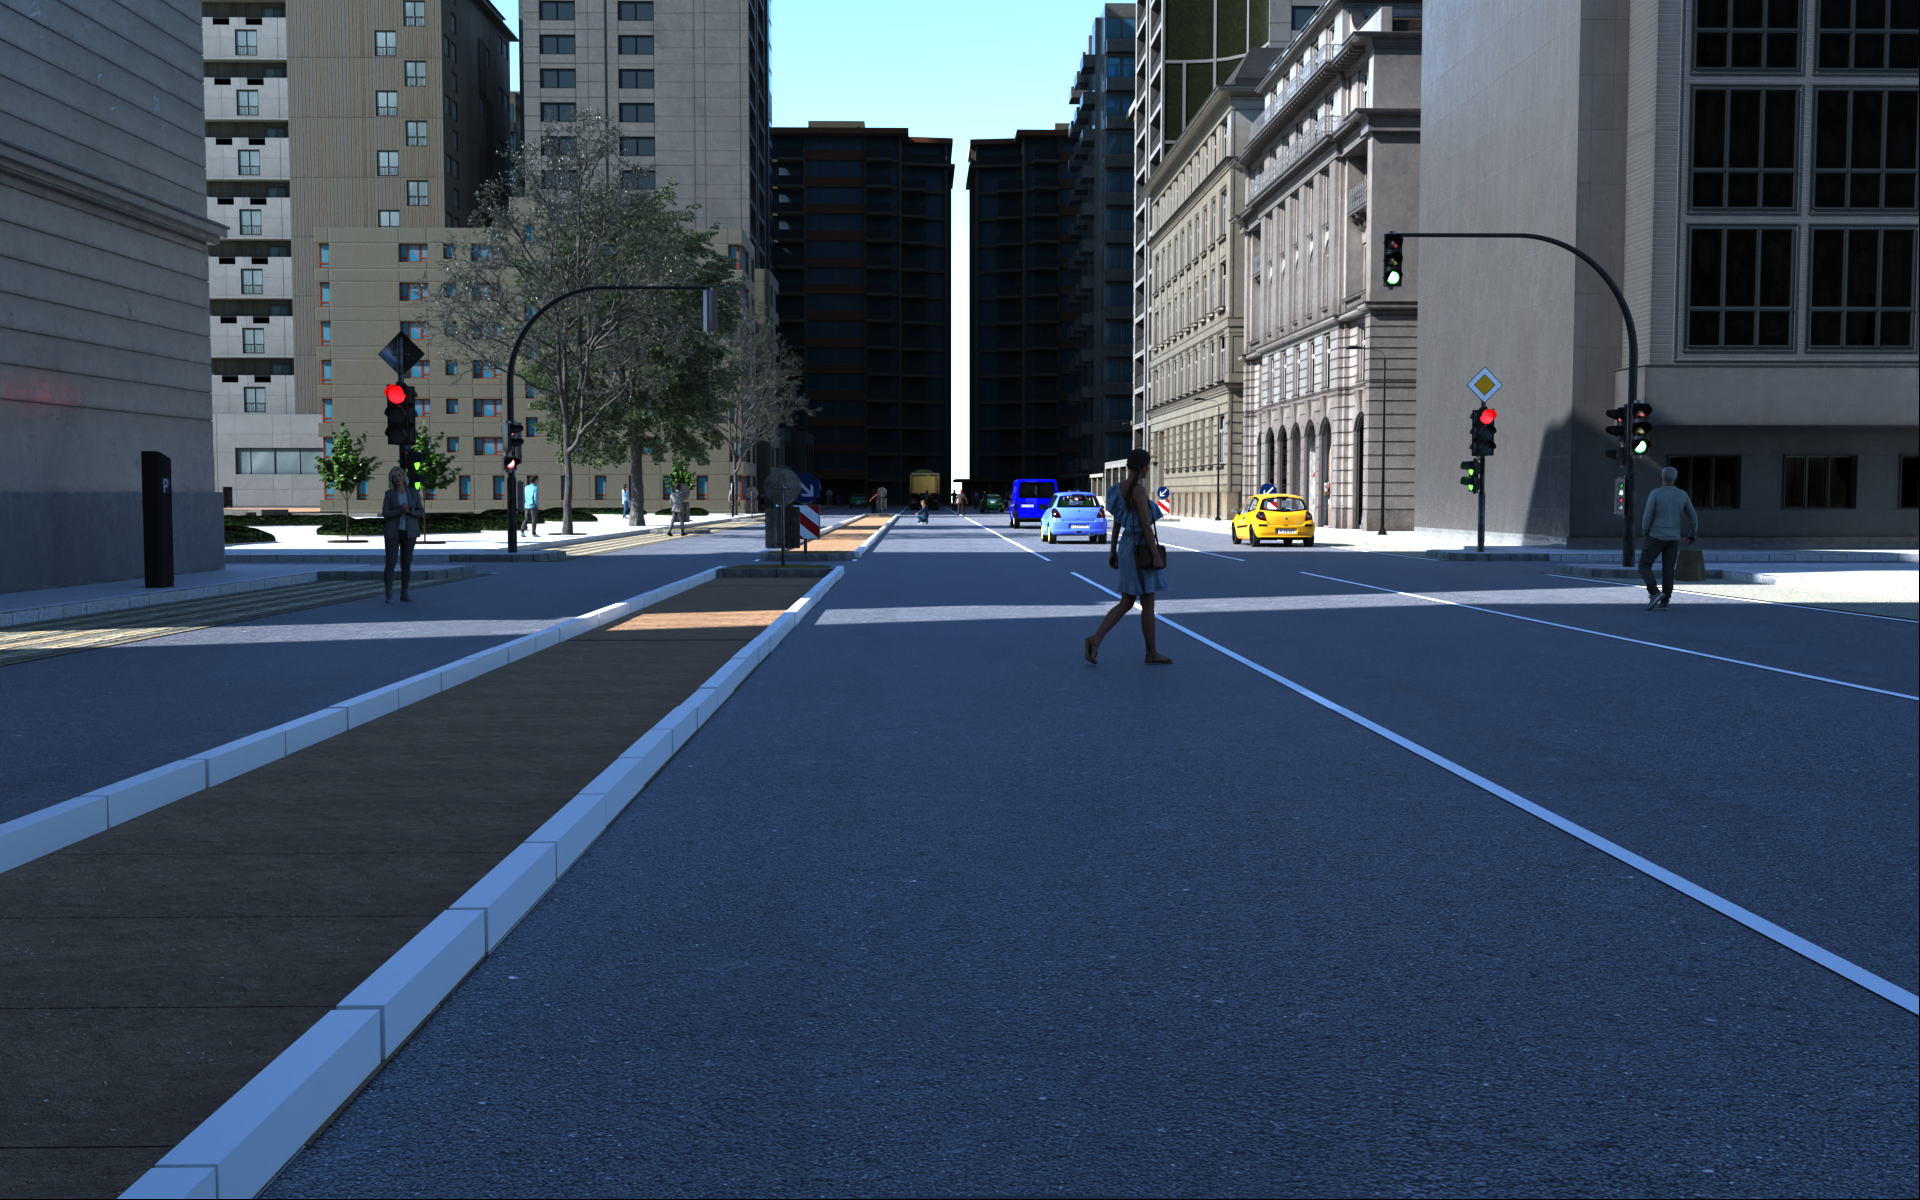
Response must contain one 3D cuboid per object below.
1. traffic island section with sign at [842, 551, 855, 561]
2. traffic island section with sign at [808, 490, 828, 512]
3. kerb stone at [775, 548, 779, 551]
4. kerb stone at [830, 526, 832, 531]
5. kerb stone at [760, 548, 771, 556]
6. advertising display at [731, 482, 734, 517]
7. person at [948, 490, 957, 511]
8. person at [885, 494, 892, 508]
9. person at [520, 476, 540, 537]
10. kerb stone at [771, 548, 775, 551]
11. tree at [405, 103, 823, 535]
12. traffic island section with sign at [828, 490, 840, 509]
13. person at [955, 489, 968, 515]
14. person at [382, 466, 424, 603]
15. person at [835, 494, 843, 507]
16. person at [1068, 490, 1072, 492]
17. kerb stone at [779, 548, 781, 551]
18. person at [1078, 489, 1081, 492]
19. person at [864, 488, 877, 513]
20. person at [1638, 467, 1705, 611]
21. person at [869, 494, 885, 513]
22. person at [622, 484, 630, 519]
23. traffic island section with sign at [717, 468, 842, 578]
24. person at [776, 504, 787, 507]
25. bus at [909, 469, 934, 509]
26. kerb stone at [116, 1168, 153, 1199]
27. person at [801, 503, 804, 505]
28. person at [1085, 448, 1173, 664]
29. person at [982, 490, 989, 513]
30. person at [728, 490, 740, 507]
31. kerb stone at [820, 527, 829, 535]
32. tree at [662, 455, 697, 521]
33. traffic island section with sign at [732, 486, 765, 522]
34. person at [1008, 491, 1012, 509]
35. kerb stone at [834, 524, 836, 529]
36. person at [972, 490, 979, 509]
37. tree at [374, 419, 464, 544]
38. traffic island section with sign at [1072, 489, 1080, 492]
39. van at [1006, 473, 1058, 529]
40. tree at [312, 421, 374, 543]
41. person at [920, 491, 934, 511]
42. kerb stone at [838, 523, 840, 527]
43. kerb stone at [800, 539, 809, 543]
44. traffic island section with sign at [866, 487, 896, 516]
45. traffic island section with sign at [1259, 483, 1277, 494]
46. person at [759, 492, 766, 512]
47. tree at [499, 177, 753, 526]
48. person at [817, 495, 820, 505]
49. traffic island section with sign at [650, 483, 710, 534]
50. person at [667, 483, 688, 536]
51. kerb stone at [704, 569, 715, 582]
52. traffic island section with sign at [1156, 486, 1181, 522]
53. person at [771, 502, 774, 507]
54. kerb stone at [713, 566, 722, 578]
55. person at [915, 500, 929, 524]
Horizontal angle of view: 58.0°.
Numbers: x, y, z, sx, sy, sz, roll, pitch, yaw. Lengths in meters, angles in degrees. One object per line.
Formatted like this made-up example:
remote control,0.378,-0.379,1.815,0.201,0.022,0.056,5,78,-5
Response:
traffic island section with sign,-3.330,-1.815,37.815,2.006,1.907,1.989,0,4,-1
traffic island section with sign,-11.901,-8.019,139.746,1.989,1.847,2.006,0,4,-1
kerb stone,-4.477,-1.164,41.225,0.120,0.150,1.000,0,4,-1
kerb stone,-5.052,-2.664,65.831,0.120,0.150,1.000,0,4,-1
kerb stone,-4.426,-1.039,39.181,0.120,0.150,1.000,0,4,-1
advertising display,-12.645,-5.571,96.300,0.123,1.923,0.974,-1,4,-11
person,-0.466,-8.595,149.058,1.348,1.821,0.705,2,4,25
person,-7.479,-10.197,175.364,1.348,1.807,0.705,-3,5,-43
person,-12.842,-2.789,51.658,0.660,1.820,0.620,2,4,28
kerb stone,-4.448,-1.101,40.204,0.120,0.150,1.000,0,4,-1
tree,-12.206,-8.792,54.113,12.009,13.543,11.850,0,3,0
traffic island section with sign,-12.537,-9.668,166.693,1.989,1.847,2.006,0,4,-1
person,0.083,-6.594,116.864,0.990,1.755,0.434,2,4,25
person,-7.384,-0.875,22.984,0.537,1.800,0.526,-1,4,-20
person,-13.307,-10.891,189.796,0.991,1.433,0.599,-2,4,-29
person,7.657,-6.786,120.118,0.551,1.740,0.621,2,4,27
kerb stone,-4.503,-1.221,42.249,0.120,0.150,1.000,0,4,-1
person,10.766,-9.158,156.448,0.551,1.740,0.621,-3,5,-43
person,-6.145,-7.016,123.142,1.348,1.831,0.705,1,4,20
person,8.820,-0.760,21.417,0.782,1.767,0.515,0,4,-4
person,-5.421,-6.464,114.910,1.217,1.735,0.721,-1,4,-20
person,-17.004,-4.995,87.977,0.793,1.790,0.793,-2,4,-33
traffic island section with sign,-3.165,-1.362,30.410,2.006,1.907,1.989,0,4,-1
person,-9.089,-4.847,88.334,0.593,1.750,0.643,-2,4,-30
bus,-3.677,-11.102,173.064,2.896,3.916,12.252,0,4,0
kerb stone,-1.467,1.186,2.803,0.120,0.150,1.000,0,4,-1
person,-11.830,-7.411,130.499,1.217,1.723,0.721,0,4,-7
person,1.448,-0.357,14.439,0.778,1.811,0.616,-1,4,-19
person,1.852,-7.254,128.025,0.530,1.710,0.541,-1,4,-16
person,-14.431,-6.394,110.701,0.709,1.813,0.853,-1,4,-20
kerb stone,-5.008,-2.541,63.774,0.120,0.150,1.000,0,4,-1
tree,-13.392,-5.370,82.407,1.663,3.219,1.824,0,3,0
traffic island section with sign,-10.727,-4.950,89.559,1.989,1.847,2.006,0,4,-1
person,4.293,-8.456,147.427,0.551,1.740,0.621,0,4,-7
kerb stone,-5.123,-2.856,68.897,0.120,0.150,1.000,0,4,-1
person,1.414,-9.625,165.743,0.599,1.838,0.709,-3,5,-42
tree,-13.820,-3.057,44.588,1.663,3.219,1.824,0,3,0
traffic island section with sign,9.215,-8.049,140.231,1.989,1.847,2.006,0,4,-1
van,3.126,-4.220,73.381,2.240,2.365,5.245,0,4,-1
tree,-16.380,-3.137,45.890,1.663,3.219,1.824,0,3,0
person,-2.871,-8.580,149.563,1.217,1.735,0.721,0,4,3
kerb stone,-5.194,-3.045,71.980,0.120,0.150,1.000,0,4,-1
kerb stone,-4.743,-1.854,52.504,0.120,0.150,1.000,0,4,-1
traffic island section with sign,-5.106,-6.410,112.933,2.006,1.907,1.989,0,4,-1
traffic island section with sign,11.016,-3.347,63.353,1.989,1.847,2.006,0,4,-1
person,-13.995,-6.934,122.642,0.421,1.427,0.697,0,4,6
tree,-13.080,-9.938,69.140,9.857,13.997,8.962,0,3,0
person,-15.499,-11.192,189.965,0.436,1.711,0.756,0,4,3
traffic island section with sign,-10.081,-3.302,62.611,1.989,1.847,2.006,0,4,-1
person,-9.631,-3.067,58.913,0.678,1.792,0.850,2,4,34
kerb stone,-4.168,-0.378,28.372,0.120,0.150,1.000,0,4,-1
traffic island section with sign,10.385,-4.995,90.301,1.989,1.847,2.006,0,4,-1
person,-13.669,-7.153,126.256,0.557,1.426,1.065,0,4,2
kerb stone,-4.206,-0.437,29.397,0.120,0.150,1.000,0,4,-1
person,-1.864,-4.196,82.610,0.738,1.151,1.012,0,4,7
